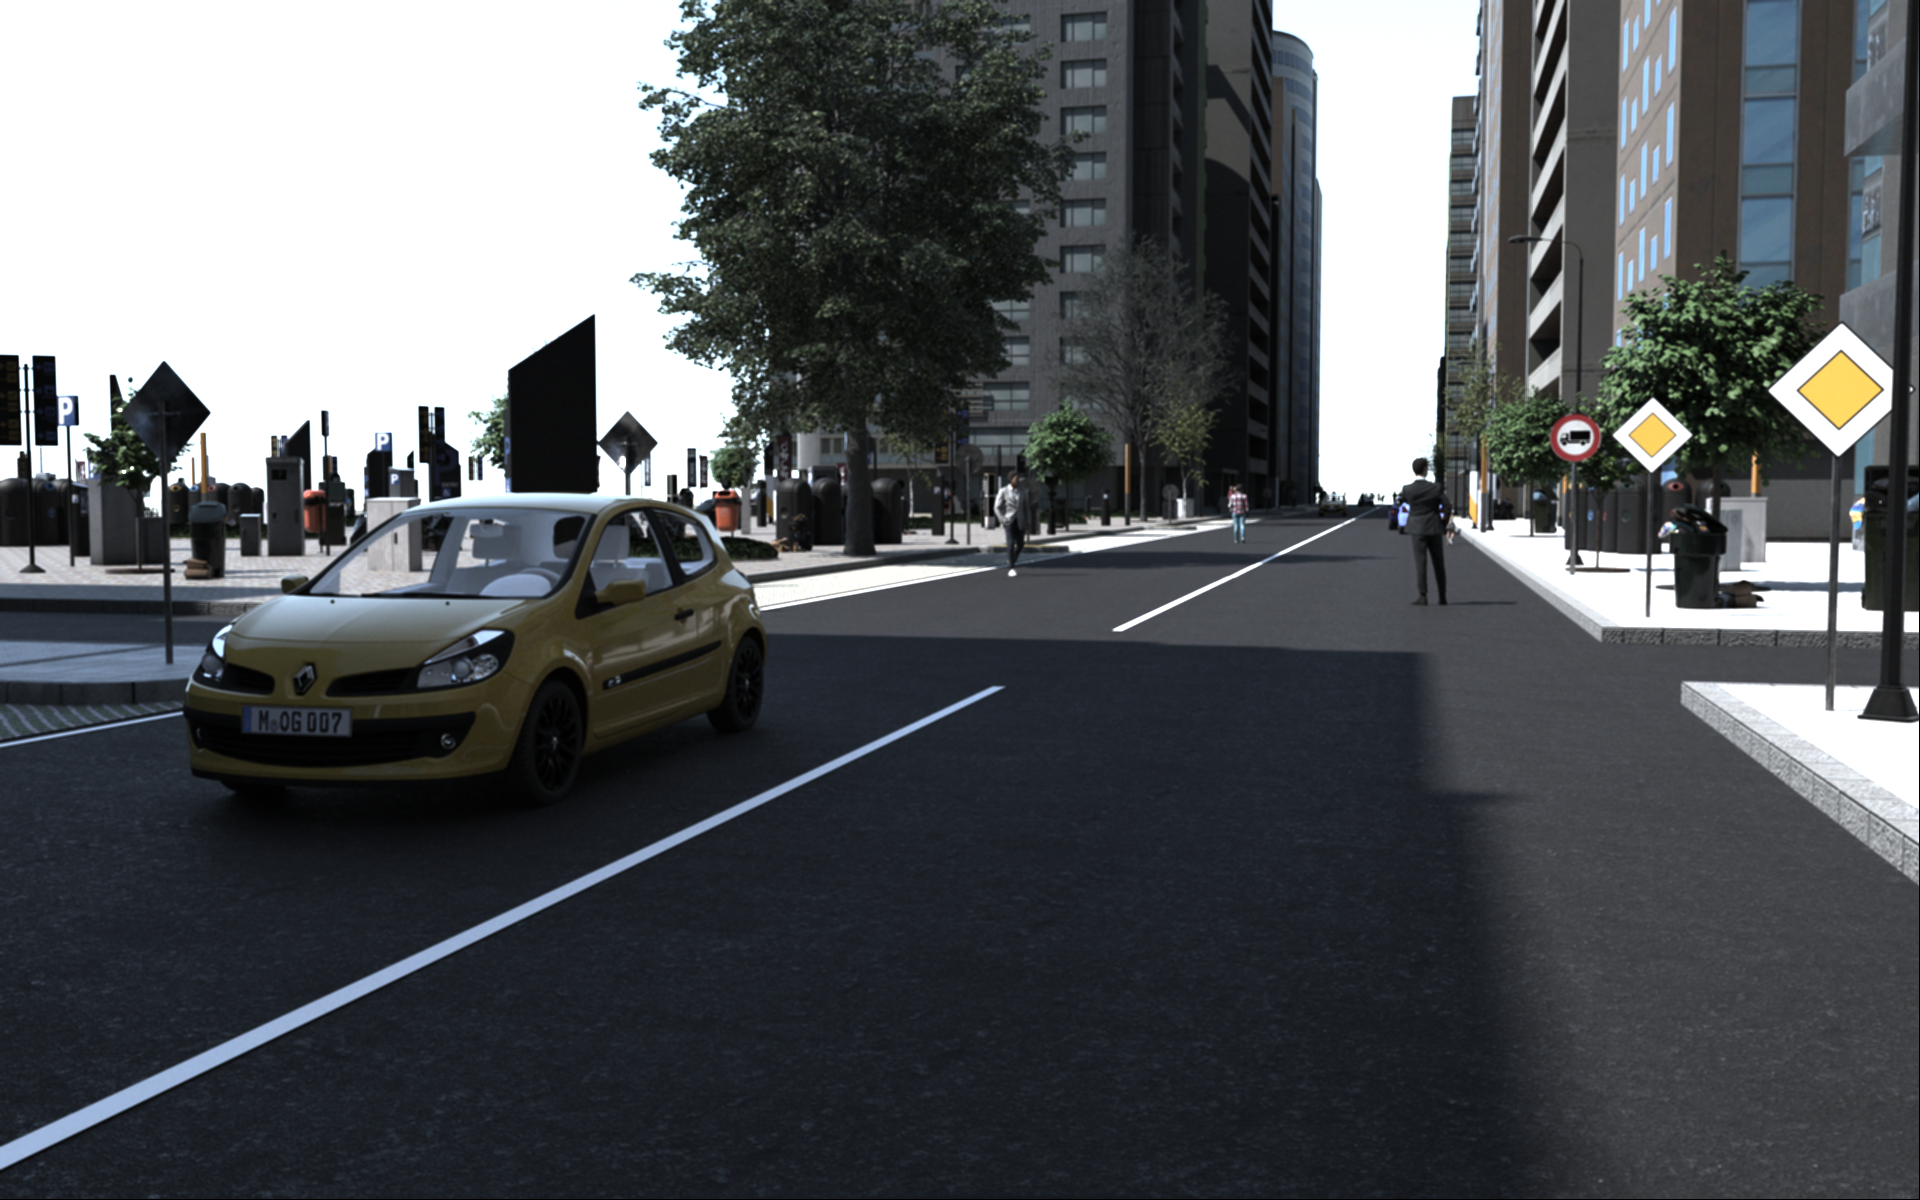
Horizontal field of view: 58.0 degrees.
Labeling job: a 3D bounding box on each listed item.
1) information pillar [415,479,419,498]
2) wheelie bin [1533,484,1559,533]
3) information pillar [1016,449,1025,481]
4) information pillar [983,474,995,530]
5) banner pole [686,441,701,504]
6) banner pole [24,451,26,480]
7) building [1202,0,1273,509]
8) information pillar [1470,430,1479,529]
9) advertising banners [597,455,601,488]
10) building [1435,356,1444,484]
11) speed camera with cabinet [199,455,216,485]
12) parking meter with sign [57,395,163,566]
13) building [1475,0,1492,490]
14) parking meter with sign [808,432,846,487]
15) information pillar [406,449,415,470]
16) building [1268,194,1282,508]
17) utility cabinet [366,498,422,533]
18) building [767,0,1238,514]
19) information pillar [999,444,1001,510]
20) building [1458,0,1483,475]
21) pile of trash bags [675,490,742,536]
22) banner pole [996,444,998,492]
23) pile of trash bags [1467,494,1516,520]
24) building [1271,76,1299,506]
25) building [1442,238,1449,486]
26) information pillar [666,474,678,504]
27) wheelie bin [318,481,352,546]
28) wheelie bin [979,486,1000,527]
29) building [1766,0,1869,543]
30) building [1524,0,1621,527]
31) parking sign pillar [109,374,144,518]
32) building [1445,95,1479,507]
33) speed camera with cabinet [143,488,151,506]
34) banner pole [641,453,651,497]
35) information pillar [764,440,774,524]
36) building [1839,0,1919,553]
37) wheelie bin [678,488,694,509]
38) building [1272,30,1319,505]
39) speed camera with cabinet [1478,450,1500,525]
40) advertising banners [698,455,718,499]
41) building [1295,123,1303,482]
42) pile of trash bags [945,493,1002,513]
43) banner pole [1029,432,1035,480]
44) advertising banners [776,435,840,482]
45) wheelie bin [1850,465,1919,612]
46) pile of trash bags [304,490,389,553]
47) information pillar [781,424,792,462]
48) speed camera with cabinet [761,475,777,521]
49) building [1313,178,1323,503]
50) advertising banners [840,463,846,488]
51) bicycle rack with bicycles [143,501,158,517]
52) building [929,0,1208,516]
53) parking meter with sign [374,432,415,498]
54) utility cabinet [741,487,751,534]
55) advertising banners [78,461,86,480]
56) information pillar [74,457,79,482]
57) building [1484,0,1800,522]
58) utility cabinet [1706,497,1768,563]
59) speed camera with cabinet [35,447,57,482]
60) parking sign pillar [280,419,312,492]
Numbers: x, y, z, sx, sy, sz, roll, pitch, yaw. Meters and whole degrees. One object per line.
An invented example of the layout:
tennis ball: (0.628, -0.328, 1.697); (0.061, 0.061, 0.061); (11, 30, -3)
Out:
information pillar: (-26.716, -4.925, 85.022); (0.304, 2.012, 0.304); (-1, 4, -17)
wheelie bin: (19.117, -2.981, 56.647); (0.693, 1.594, 0.980); (3, 5, 42)
information pillar: (3.124, -5.962, 88.834); (0.504, 3.616, 0.183); (-1, 4, -13)
information pillar: (1.084, -3.556, 62.631); (0.304, 2.012, 0.304); (-1, 4, -22)
banner pole: (-12.561, -5.640, 82.227); (0.863, 3.779, 0.401); (-1, 4, -10)
banner pole: (-53.798, -6.696, 99.495); (0.401, 3.779, 0.863); (0, 4, -8)
building: (14.193, -31.802, 143.667); (21.300, 48.544, 21.600); (1, 4, 14)
information pillar: (18.854, -4.411, 63.468); (0.183, 3.616, 0.504); (-1, 4, -12)
advertising banners: (-16.538, -4.944, 77.030); (0.090, 3.025, 2.074); (2, 4, 24)
building: (77.072, -23.395, 227.539); (27.650, 21.520, 28.899); (1, 4, 14)
speed camera with cabinet: (-37.569, -5.740, 88.178); (2.038, 3.252, 0.660); (-3, 5, -40)
parking meter with sign: (-15.321, -2.144, 31.323); (0.543, 3.016, 1.738); (2, 4, 30)
building: (45.841, -35.106, 115.988); (21.231, 58.520, 28.212); (1, 4, 14)
parking meter with sign: (-3.786, -3.118, 47.247); (1.738, 3.016, 0.543); (-1, 4, -22)
information pillar: (-28.612, -6.051, 90.284); (0.183, 3.616, 0.504); (2, 4, 29)
building: (22.369, -23.858, 161.783); (14.160, 30.474, 14.107); (1, 4, 14)
utility cabinet: (-9.425, -1.081, 28.839); (1.020, 1.237, 0.306); (2, 4, 30)
building: (3.220, -26.383, 123.246); (32.217, 40.220, 23.993); (1, 4, 14)
information pillar: (1.876, -5.514, 81.513); (0.183, 3.616, 0.504); (0, 4, 5)
building: (54.503, -32.090, 144.285); (23.786, 49.044, 30.456); (1, 4, 14)
pile of trash bags: (-6.488, -1.774, 38.765); (3.447, 1.369, 1.912); (1, 4, 16)
banner pole: (1.854, -5.941, 87.157); (0.401, 3.779, 0.863); (0, 4, 4)
pile of trash bags: (26.094, -4.657, 85.899); (1.912, 1.369, 3.447); (-1, 4, -9)
building: (27.639, -32.671, 184.288); (14.600, 45.320, 14.200); (1, 4, 14)
building: (61.579, -25.863, 194.568); (14.160, 30.474, 14.107); (1, 4, 14)
information pillar: (-10.525, -3.598, 63.326); (0.304, 2.012, 0.304); (3, 5, 42)
wheelie bin: (-15.741, -2.169, 43.366); (0.980, 1.594, 0.693); (-1, 4, -17)
wheelie bin: (1.146, -3.582, 66.468); (0.693, 1.594, 0.980); (-2, 4, -34)
building: (27.207, -24.432, 49.570); (14.600, 45.320, 14.200); (1, 4, 14)
building: (36.357, -27.530, 73.815); (21.300, 48.544, 21.600); (1, 4, 14)
parking sign pillar: (-19.058, -3.129, 39.634); (1.447, 3.967, 1.447); (-1, 4, -15)
building: (57.777, -30.331, 179.499); (14.154, 41.232, 14.086); (1, 4, 14)
speed camera with cabinet: (-49.743, -6.771, 105.040); (0.660, 3.252, 2.038); (0, 4, -4)
banner pole: (-13.204, -5.054, 72.646); (0.863, 3.779, 0.401); (3, 5, 40)
information pillar: (-8.254, -5.106, 74.839); (0.504, 3.616, 0.183); (-3, 5, -43)
building: (29.864, -24.771, 24.611); (30.456, 49.044, 23.786); (1, 4, 14)
wheelie bin: (-13.941, -4.913, 88.234); (0.693, 1.594, 0.980); (2, 4, 34)
building: (33.832, -41.495, 220.439); (21.231, 58.520, 28.212); (1, 4, 14)
speed camera with cabinet: (22.401, -4.846, 73.562); (0.660, 3.252, 2.038); (2, 4, 32)
advertising banners: (-11.017, -5.037, 78.548); (0.090, 3.025, 2.074); (3, 5, 44)
building: (31.607, -33.548, 198.621); (14.600, 45.320, 14.200); (1, 4, 14)
pile of trash bags: (0.513, -4.548, 84.105); (3.447, 1.369, 1.912); (2, 4, 30)
banner pole: (2.901, -4.869, 69.620); (0.401, 3.779, 0.863); (1, 4, 21)
advertising banners: (-4.584, -3.394, 51.673); (2.074, 3.025, 0.090); (-2, 4, -35)
wheelie bin: (10.324, -0.681, 19.046); (0.980, 1.594, 0.693); (2, 4, 28)
pile of trash bags: (-13.042, -1.773, 38.745); (1.912, 1.369, 3.447); (3, 5, 45)
information pillar: (-5.720, -4.016, 57.017); (0.183, 3.616, 0.504); (2, 4, 33)
speed camera with cabinet: (-8.928, -5.456, 83.542); (0.660, 3.252, 2.038); (-2, 4, -29)
building: (42.737, -36.104, 240.410); (14.600, 45.320, 14.200); (1, 4, 14)
advertising banners: (-5.931, -6.215, 97.796); (2.074, 3.025, 0.090); (0, 4, 8)
bicycle rack with bicycles: (-40.410, -4.365, 84.754); (2.852, 0.926, 2.925); (1, 4, 18)
building: (6.785, -25.621, 102.491); (14.154, 41.232, 14.086); (1, 4, 14)
parking meter with sign: (-15.872, -3.248, 49.366); (0.543, 3.016, 1.738); (1, 4, 19)
utility cabinet: (-6.862, -2.868, 55.563); (0.318, 1.500, 1.173); (0, 4, -7)
advertising banners: (-45.170, -5.760, 90.368); (2.074, 3.025, 0.090); (1, 4, 19)
information pillar: (-55.869, -7.232, 109.590); (0.504, 3.616, 0.183); (3, 5, 45)
building: (36.916, -27.283, 96.187); (14.600, 45.320, 14.200); (1, 4, 14)
utility cabinet: (14.512, -1.299, 32.403); (1.020, 1.237, 0.306); (0, 4, 6)
speed camera with cabinet: (-38.366, -4.743, 71.889); (0.660, 3.252, 2.038); (0, 4, 6)
parking sign pillar: (-23.771, -4.493, 61.940); (1.447, 3.967, 1.447); (1, 4, 16)
